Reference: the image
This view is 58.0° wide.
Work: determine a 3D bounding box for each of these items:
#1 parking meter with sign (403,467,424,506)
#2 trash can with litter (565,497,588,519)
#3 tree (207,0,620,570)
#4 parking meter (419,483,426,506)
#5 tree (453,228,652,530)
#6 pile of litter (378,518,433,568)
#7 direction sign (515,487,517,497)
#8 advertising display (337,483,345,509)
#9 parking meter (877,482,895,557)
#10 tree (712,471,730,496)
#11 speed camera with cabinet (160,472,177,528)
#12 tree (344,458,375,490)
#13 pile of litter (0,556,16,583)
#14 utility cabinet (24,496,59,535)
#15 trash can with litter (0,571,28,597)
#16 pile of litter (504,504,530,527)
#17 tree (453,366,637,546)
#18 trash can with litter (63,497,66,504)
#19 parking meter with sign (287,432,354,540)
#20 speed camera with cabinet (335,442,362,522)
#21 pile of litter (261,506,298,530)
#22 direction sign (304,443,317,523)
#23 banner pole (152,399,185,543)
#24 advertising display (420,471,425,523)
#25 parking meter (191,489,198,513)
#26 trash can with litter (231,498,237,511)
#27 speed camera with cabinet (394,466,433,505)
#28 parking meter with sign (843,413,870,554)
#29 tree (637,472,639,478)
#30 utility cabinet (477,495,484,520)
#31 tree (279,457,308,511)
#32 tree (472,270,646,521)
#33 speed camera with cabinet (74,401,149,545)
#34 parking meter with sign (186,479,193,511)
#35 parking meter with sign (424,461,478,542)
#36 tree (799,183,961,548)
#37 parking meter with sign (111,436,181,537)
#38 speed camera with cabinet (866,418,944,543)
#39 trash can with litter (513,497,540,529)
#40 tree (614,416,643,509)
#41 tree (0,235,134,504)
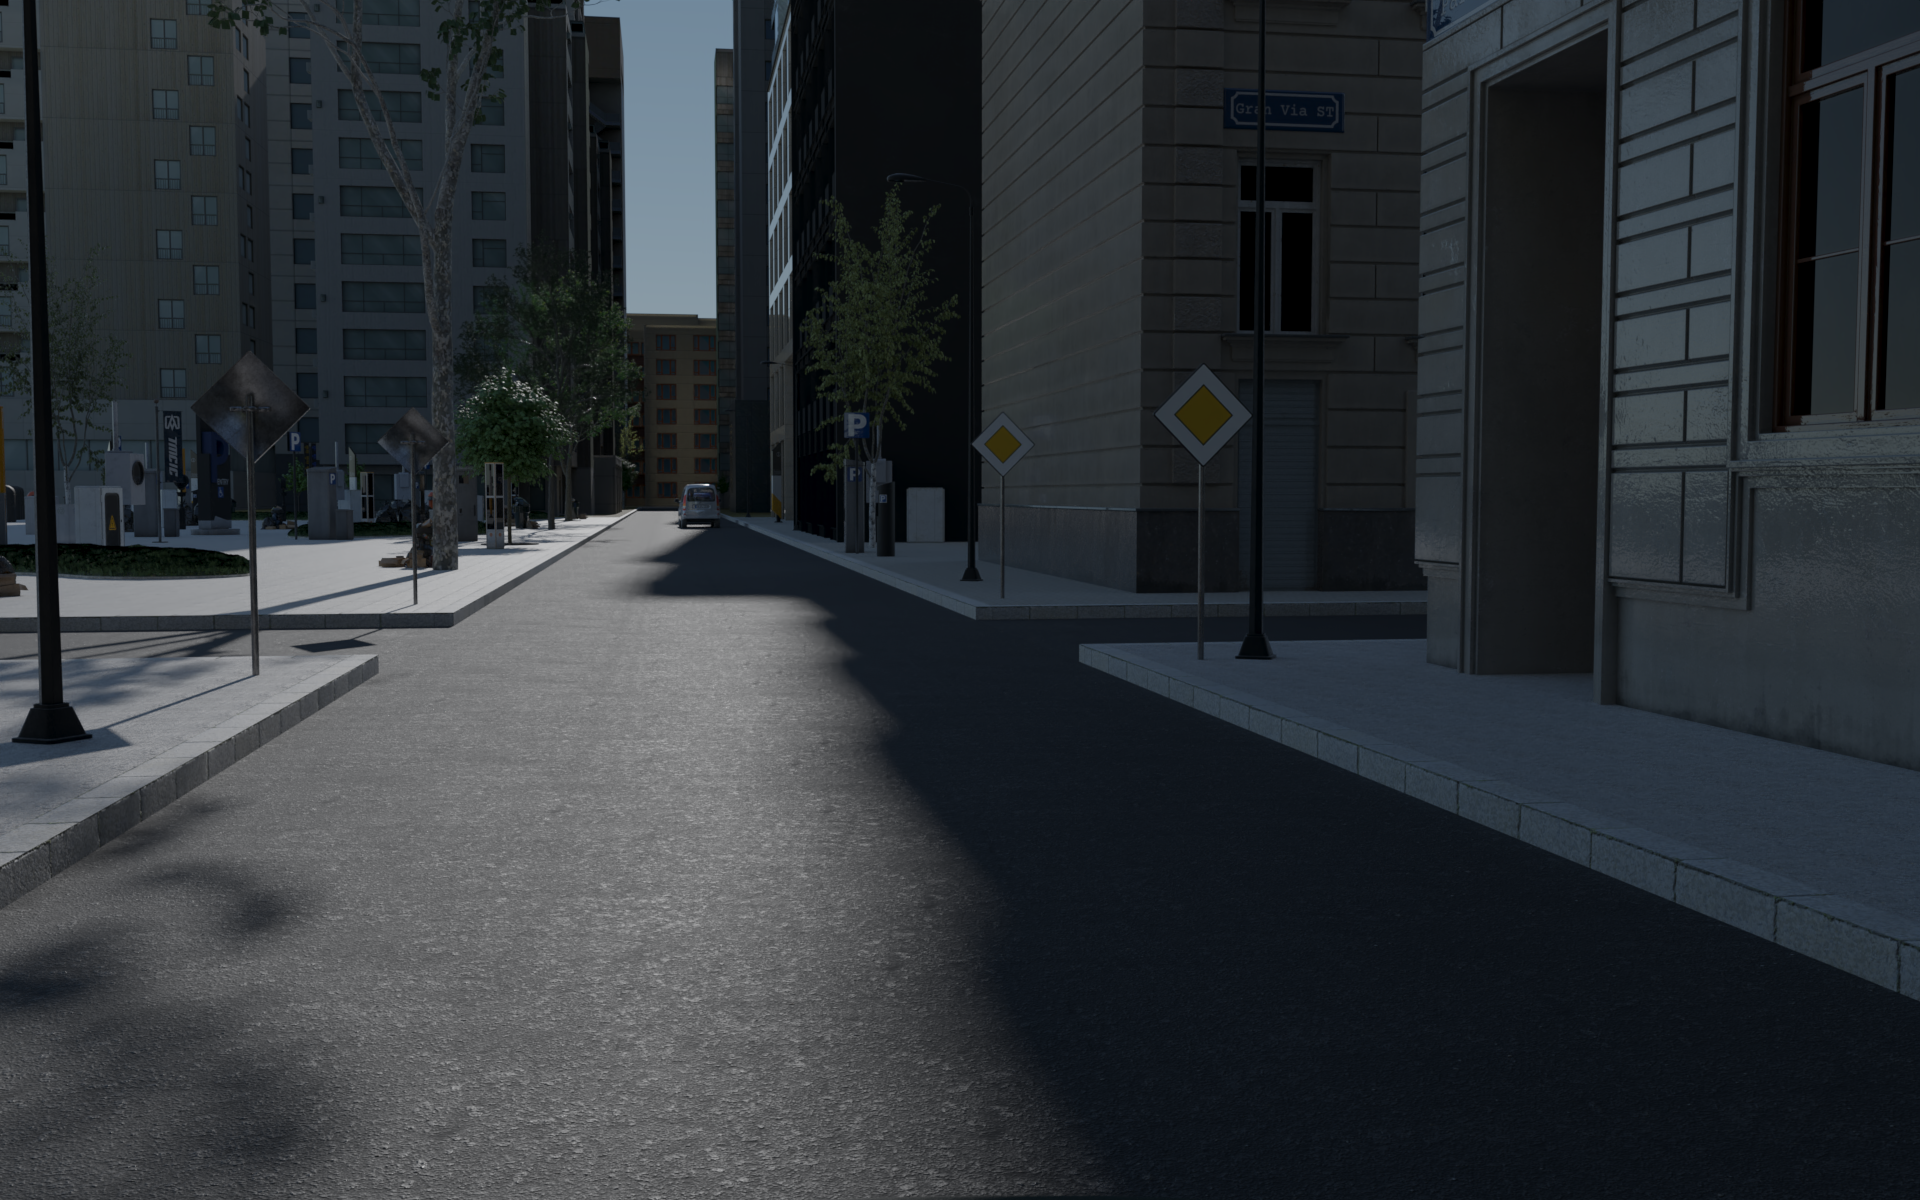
[{"bbox_3d":[-26.532,-5.347,83.677,1.738,3.016,0.543,1,4,13],"label":"parking meter with sign"},{"bbox_3d":[-19.376,-4.659,87.557,1.055,1.170,0.624,-3,5,-40],"label":"trash can with litter"},{"bbox_3d":[-10.079,-10.608,29.327,12.611,20.169,13.585,0,3,0],"label":"tree"},{"bbox_3d":[-27.721,-5.117,89.382,0.399,1.863,0.255,-2,4,-24],"label":"parking meter"},{"bbox_3d":[-14.853,-7.793,61.836,8.767,10.594,7.601,1,4,16],"label":"tree"},{"bbox_3d":[-9.612,-1.009,30.464,1.176,0.858,1.719,-2,4,-27],"label":"pile of litter"},{"bbox_3d":[-18.323,-4.862,71.491,0.379,3.537,0.876,1,4,13],"label":"direction sign"},{"bbox_3d":[-32.391,-5.179,89.887,0.974,1.923,0.123,1,4,9],"label":"advertising display"},{"bbox_3d":[-1.525,-1.663,35.602,0.372,1.533,0.369,0,3,0],"label":"parking meter"},{"bbox_3d":[-20.153,-9.277,146.288,1.663,3.219,1.824,0,3,0],"label":"tree"},{"bbox_3d":[-30.644,-4.402,66.304,0.660,3.252,2.038,-3,5,-44],"label":"speed camera with cabinet"},{"bbox_3d":[-31.807,-5.935,91.644,1.663,3.219,1.824,0,3,0],"label":"tree"},{"bbox_3d":[-13.587,-0.578,23.423,1.176,0.858,1.719,3,4,37],"label":"pile of litter"},{"bbox_3d":[-29.001,-2.664,54.714,1.020,1.237,0.306,1,4,10],"label":"utility cabinet"},{"bbox_3d":[-12.218,-0.618,21.486,0.624,1.170,1.055,2,4,26],"label":"trash can with litter"},{"bbox_3d":[-19.513,-3.665,73.881,1.719,0.858,1.176,1,4,19],"label":"pile of litter"},{"bbox_3d":[-11.306,-3.666,43.653,4.285,4.588,4.351,0,3,0],"label":"tree"},{"bbox_3d":[-44.752,-4.625,86.678,2.233,1.210,1.678,3,4,36],"label":"trash can with litter"},{"bbox_3d":[-17.860,-3.193,48.470,1.738,3.016,0.543,1,4,11],"label":"parking meter with sign"},{"bbox_3d":[-23.630,-4.403,66.332,0.660,3.252,2.038,1,4,11],"label":"speed camera with cabinet"},{"bbox_3d":[-24.705,-3.008,63.145,1.719,0.858,1.176,-3,5,-39],"label":"pile of litter"},{"bbox_3d":[-28.844,-5.195,76.938,0.379,3.537,0.876,1,4,14],"label":"direction sign"},{"bbox_3d":[-20.928,-3.407,45.728,0.863,3.779,0.401,-3,5,-41],"label":"banner pole"},{"bbox_3d":[-15.244,-2.686,49.133,0.123,1.923,0.974,-1,4,-17],"label":"advertising display"},{"bbox_3d":[-39.067,-4.896,88.466,0.372,1.533,0.369,0,3,0],"label":"parking meter"},{"bbox_3d":[-36.637,-4.650,87.409,0.624,1.170,1.055,3,4,36],"label":"trash can with litter"},{"bbox_3d":[-23.400,-4.935,75.020,2.038,3.252,0.660,-2,4,-27],"label":"speed camera with cabinet"},{"bbox_3d":[-2.298,-2.548,37.925,0.543,3.016,1.738,0,4,-6],"label":"parking meter with sign"},{"bbox_3d":[-28.617,-9.893,145.471,4.285,4.588,4.351,0,3,0],"label":"tree"},{"bbox_3d":[-22.344,-4.253,80.692,0.306,1.237,1.020,-1,4,-12],"label":"utility cabinet"},{"bbox_3d":[-34.298,-5.797,89.375,1.663,3.219,1.824,0,3,0],"label":"tree"},{"bbox_3d":[-18.574,-9.512,81.271,9.928,11.665,9.643,0,3,0],"label":"tree"},{"bbox_3d":[-17.830,-2.570,36.351,0.660,3.252,2.038,0,4,-1],"label":"speed camera with cabinet"},{"bbox_3d":[-39.074,-5.558,87.136,0.543,3.016,1.738,-3,5,-41],"label":"parking meter with sign"},{"bbox_3d":[-13.488,-3.096,46.878,0.543,3.016,1.738,3,5,45],"label":"parking meter with sign"},{"bbox_3d":[-2.075,-5.575,41.507,4.737,8.622,4.395,0,3,0],"label":"tree"},{"bbox_3d":[-24.257,-3.388,51.658,1.738,3.016,0.543,0,4,-6],"label":"parking meter with sign"},{"bbox_3d":[-1.435,-3.133,45.558,2.038,3.252,0.660,0,4,-1],"label":"speed camera with cabinet"},{"bbox_3d":[-15.909,-3.199,63.698,1.055,1.170,0.624,2,4,25],"label":"trash can with litter"},{"bbox_3d":[-29.688,-12.367,152.561,4.360,8.622,3.978,0,3,0],"label":"tree"},{"bbox_3d":[-24.573,-5.936,47.409,4.360,8.622,3.978,0,3,0],"label":"tree"}]
